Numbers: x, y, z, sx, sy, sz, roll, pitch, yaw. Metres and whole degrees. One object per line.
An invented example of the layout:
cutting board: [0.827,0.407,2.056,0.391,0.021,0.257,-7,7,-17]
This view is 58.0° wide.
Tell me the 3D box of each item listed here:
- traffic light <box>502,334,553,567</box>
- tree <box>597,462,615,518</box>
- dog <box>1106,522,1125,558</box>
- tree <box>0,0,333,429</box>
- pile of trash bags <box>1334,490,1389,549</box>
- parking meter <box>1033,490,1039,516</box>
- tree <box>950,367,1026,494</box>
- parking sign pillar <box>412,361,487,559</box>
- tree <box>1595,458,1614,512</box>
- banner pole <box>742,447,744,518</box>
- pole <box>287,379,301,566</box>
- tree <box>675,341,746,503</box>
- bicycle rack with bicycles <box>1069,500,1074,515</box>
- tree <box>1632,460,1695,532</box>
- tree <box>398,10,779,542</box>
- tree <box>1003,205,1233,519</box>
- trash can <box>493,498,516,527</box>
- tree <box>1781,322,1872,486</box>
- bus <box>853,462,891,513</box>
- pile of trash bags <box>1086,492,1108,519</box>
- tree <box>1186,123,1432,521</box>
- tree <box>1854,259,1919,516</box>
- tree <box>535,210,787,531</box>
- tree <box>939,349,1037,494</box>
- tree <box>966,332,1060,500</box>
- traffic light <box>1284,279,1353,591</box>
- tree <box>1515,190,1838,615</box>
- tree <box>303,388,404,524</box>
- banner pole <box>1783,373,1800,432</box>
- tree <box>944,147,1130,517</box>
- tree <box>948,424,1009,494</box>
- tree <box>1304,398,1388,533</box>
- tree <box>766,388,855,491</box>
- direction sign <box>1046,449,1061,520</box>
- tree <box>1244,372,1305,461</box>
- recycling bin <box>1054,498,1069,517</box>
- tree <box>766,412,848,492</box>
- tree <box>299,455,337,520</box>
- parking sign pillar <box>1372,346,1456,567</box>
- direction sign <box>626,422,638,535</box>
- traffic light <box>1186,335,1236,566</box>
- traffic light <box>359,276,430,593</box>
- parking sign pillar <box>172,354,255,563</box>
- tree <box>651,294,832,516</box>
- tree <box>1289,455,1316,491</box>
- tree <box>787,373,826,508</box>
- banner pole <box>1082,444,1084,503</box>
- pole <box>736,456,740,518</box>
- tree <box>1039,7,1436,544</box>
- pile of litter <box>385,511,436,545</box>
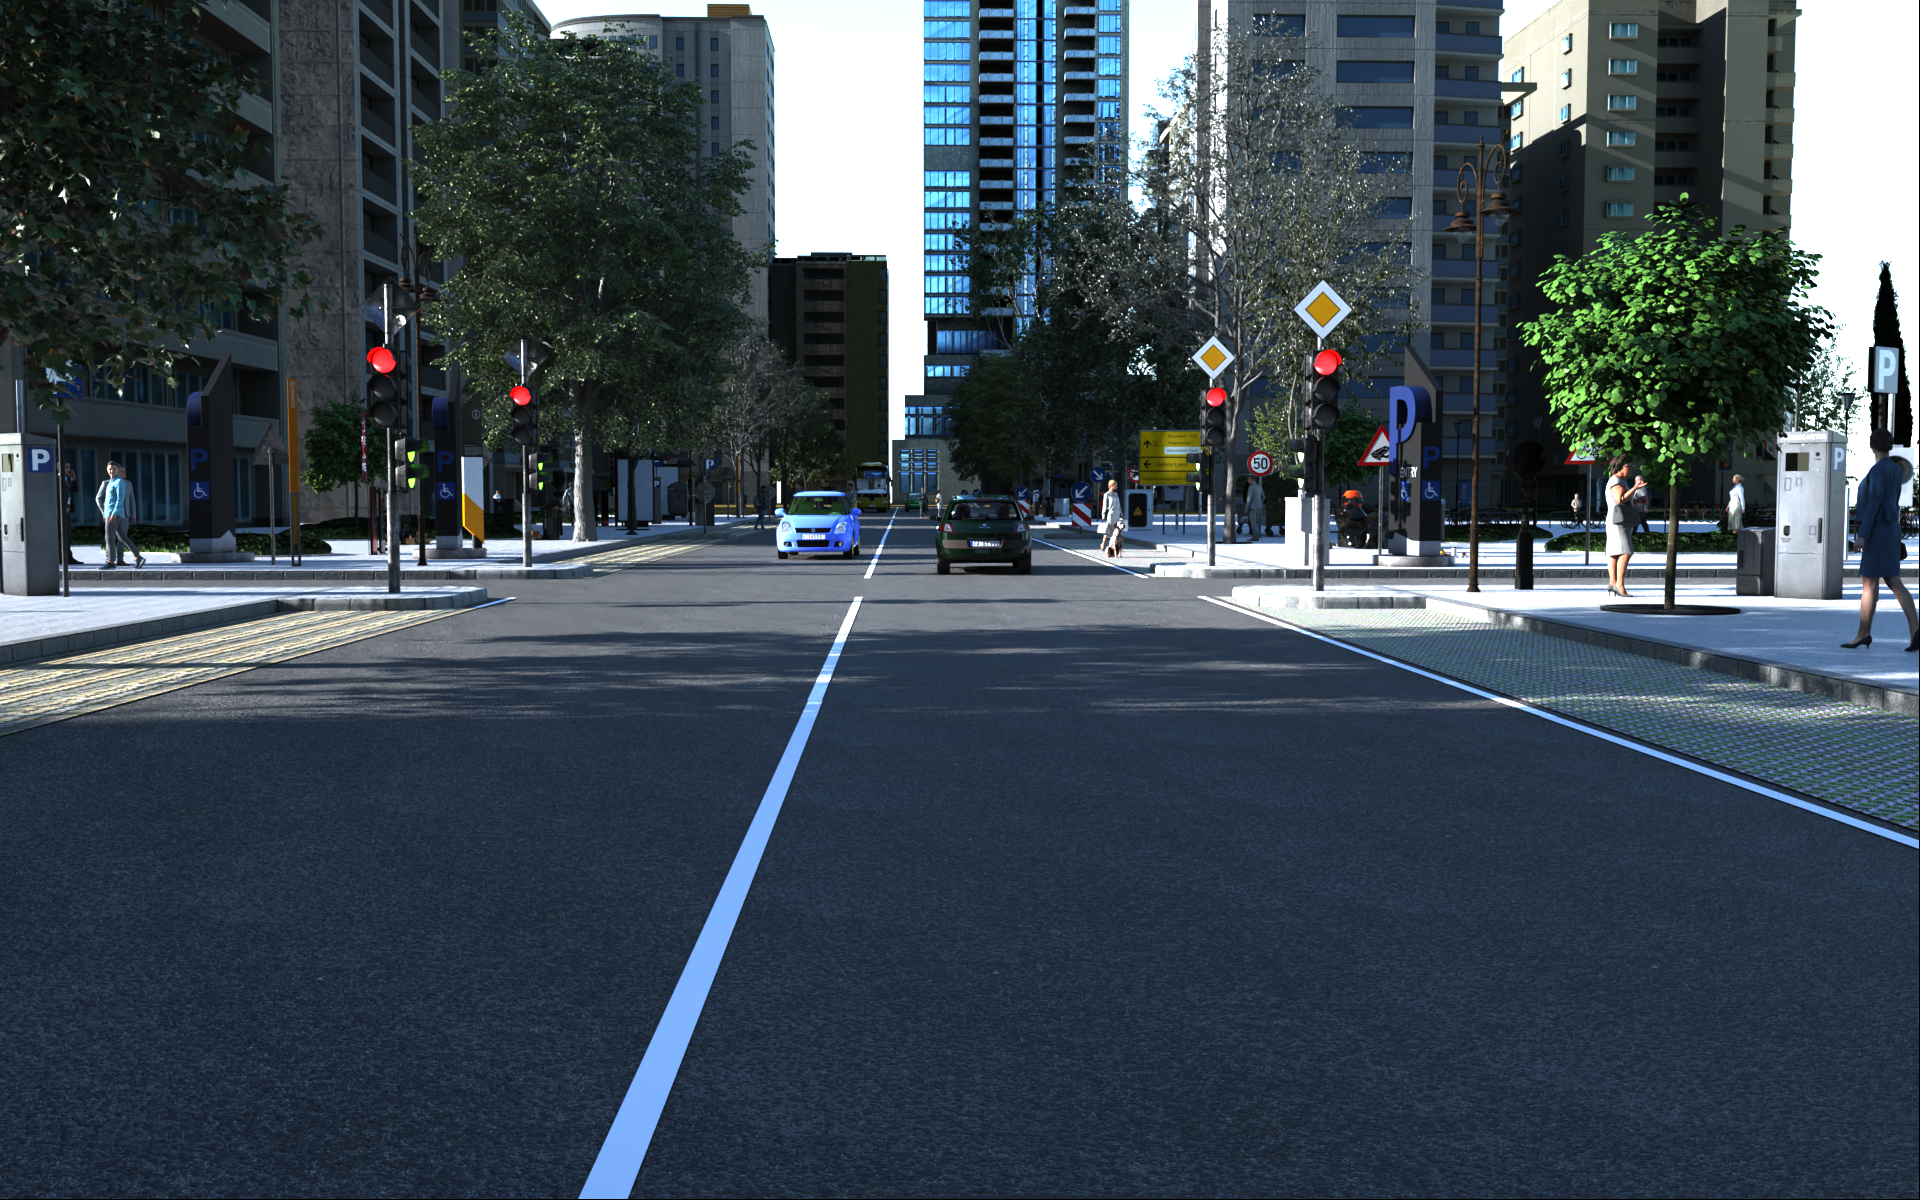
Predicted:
traffic light: [-7.593,-2.535,30.373,0.839,4.253,0.868,0,4,-2]
tree: [-18.173,-5.914,91.302,1.663,3.219,1.824,0,3,0]
dog: [3.547,-1.353,38.958,0.513,0.831,0.800,1,4,18]
tree: [-10.044,-5.909,13.616,9.611,12.733,9.660,0,3,0]
pile of trash bags: [9.979,-1.968,41.934,1.912,1.369,3.447,0,4,-8]
parking meter: [4.455,-5.694,101.509,0.372,1.533,0.369,0,3,0]
tree: [3.094,-13.232,142.093,9.928,11.665,9.643,0,3,0]
parking sign pillar: [-10.221,-2.820,34.580,1.447,3.967,1.447,-1,4,-12]
tree: [34.463,-8.715,92.860,4.737,8.622,4.395,0,3,0]
banner pole: [-11.472,-6.215,91.636,0.401,3.779,0.863,0,4,-5]
pole: [-11.817,-2.256,30.734,0.158,3.312,0.155,0,3,0]
tree: [-11.399,-7.774,77.466,4.360,8.622,3.978,0,3,0]
bicycle rack with bicycles: [6.668,-5.617,105.214,2.925,0.926,2.852,2,4,25]
tree: [19.837,-3.326,48.979,1.663,3.219,1.824,0,3,0]
tree: [-10.077,-8.563,46.653,9.857,13.997,8.962,0,3,0]
tree: [6.338,-9.253,68.291,9.611,12.733,9.660,0,3,0]
trash can: [-14.754,-2.715,56.052,0.748,1.137,0.748,0,3,0]
tree: [34.581,-7.313,69.927,4.737,8.622,4.395,0,3,0]
bus: [-7.074,-8.915,137.313,2.896,3.916,12.252,0,4,-4]
pile of trash bags: [8.276,-5.541,100.351,1.912,1.369,3.447,1,4,22]
tree: [7.235,-5.209,35.534,4.360,8.622,3.978,0,3,0]
tree: [56.456,-11.820,95.072,13.155,14.587,18.604,-2,4,-30]
tree: [-11.497,-8.283,61.179,9.928,11.665,9.643,0,3,0]
tree: [3.059,-14.999,151.889,9.857,13.997,8.962,0,3,0]
tree: [4.244,-12.412,121.060,7.486,12.596,7.792,0,3,0]
traffic light: [4.721,-2.072,22.801,0.839,4.253,0.868,0,4,-2]
tree: [7.715,-2.149,18.856,4.285,4.588,4.351,0,3,0]
tree: [-18.825,-4.290,53.850,4.285,4.588,4.351,0,3,0]
banner pole: [15.049,-2.530,31.379,0.863,3.779,0.401,-3,5,-44]
tree: [5.014,-14.708,96.358,12.611,20.169,13.585,0,3,0]
tree: [2.491,-14.341,168.886,7.601,10.594,8.767,-1,4,-16]
tree: [12.862,-4.525,57.693,4.285,4.588,4.351,0,3,0]
tree: [-15.750,-16.254,182.768,9.611,12.733,9.660,0,3,0]
direction sign: [4.684,-5.817,87.100,0.876,3.537,0.379,-2,4,-28]
tree: [18.879,-9.265,101.841,4.737,8.622,4.395,0,3,0]
recycling bin: [5.800,-5.313,99.416,0.722,1.027,0.722,2,4,33]
tree: [-15.198,-14.507,171.597,8.767,10.594,7.601,0,4,-7]
tree: [-26.695,-4.776,72.694,1.663,3.219,1.824,0,3,0]
parking sign pillar: [8.140,-2.598,30.956,1.447,3.967,1.447,-1,4,-10]
direction sign: [-10.364,-3.828,54.577,0.379,3.537,0.876,-1,4,-16]
traffic light: [4.461,-2.560,30.781,0.839,4.253,0.868,0,4,-2]
traffic light: [-7.333,-2.047,22.392,0.839,4.253,0.868,0,4,-2]
parking sign pillar: [-14.123,-2.702,32.655,1.447,3.967,1.447,0,4,-4]
tree: [-13.262,-11.814,103.529,12.009,13.543,11.850,0,3,0]
tree: [14.065,-4.755,72.346,1.663,3.219,1.824,0,3,0]
tree: [-14.325,-13.157,140.871,9.928,11.665,9.643,0,3,0]
banner pole: [5.666,-5.500,79.947,0.401,3.779,0.863,0,4,5]
pole: [-11.871,-6.044,92.667,0.158,3.312,0.155,0,3,0]
tree: [7.029,-8.187,44.226,12.009,13.543,11.850,0,3,0]
pile of litter: [-14.024,-1.844,44.117,1.719,0.858,1.176,-3,4,-37]
